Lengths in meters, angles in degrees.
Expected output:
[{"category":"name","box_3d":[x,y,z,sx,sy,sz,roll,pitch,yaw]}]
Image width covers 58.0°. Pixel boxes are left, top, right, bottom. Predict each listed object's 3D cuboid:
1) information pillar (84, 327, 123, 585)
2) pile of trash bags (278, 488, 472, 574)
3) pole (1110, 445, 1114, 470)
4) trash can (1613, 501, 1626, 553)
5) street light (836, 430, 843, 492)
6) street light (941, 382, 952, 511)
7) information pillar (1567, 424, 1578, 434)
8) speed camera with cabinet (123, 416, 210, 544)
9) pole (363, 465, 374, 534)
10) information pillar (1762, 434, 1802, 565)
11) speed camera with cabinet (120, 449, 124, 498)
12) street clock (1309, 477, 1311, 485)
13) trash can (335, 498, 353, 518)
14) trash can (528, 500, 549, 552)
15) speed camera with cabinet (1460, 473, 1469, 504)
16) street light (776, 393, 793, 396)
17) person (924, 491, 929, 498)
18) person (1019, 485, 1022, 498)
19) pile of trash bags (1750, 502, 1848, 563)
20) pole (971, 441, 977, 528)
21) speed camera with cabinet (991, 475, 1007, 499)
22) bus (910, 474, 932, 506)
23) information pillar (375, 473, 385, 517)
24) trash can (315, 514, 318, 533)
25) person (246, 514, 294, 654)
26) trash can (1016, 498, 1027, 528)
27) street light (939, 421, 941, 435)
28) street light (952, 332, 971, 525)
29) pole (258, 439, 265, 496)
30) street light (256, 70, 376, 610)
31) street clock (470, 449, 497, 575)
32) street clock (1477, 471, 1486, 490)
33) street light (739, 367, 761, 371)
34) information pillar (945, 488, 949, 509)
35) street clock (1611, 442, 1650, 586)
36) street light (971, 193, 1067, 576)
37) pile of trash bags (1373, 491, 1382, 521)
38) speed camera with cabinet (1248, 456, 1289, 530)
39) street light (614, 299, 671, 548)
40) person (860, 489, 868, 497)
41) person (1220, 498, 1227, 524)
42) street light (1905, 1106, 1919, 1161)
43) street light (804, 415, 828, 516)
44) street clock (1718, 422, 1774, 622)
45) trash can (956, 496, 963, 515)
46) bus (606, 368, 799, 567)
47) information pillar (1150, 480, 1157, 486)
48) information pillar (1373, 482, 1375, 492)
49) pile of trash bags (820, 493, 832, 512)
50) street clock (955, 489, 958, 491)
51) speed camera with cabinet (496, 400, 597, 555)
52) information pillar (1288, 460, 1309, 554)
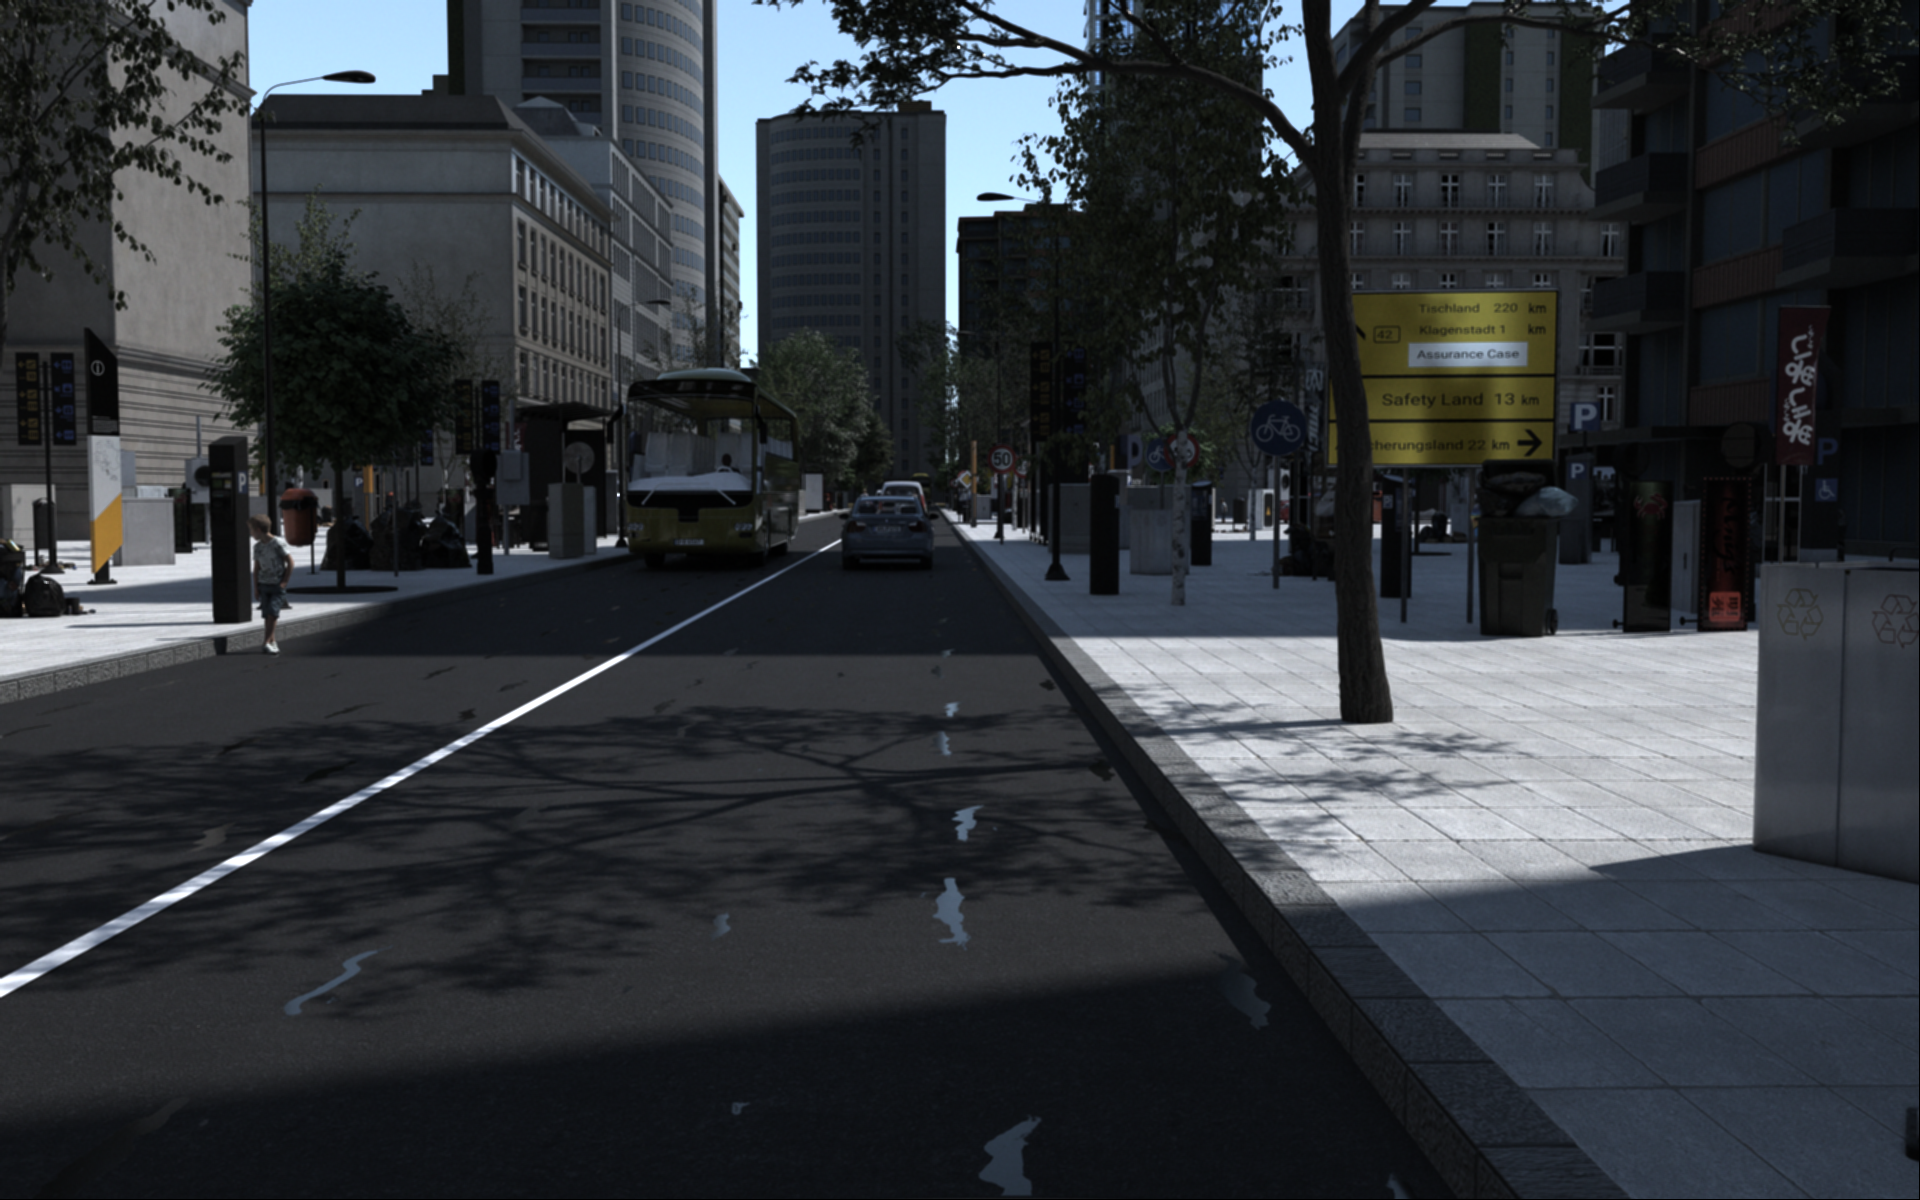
[{"category":"information pillar","box_3d":[-12.162,-2.033,24.590,0.183,3.616,0.504,2,4,24]},{"category":"pile of trash bags","box_3d":[-9.974,-1.185,29.120,1.912,1.369,3.447,2,4,26]},{"category":"pole","box_3d":[6.337,-4.780,71.997,0.158,3.312,0.155,0,3,0]},{"category":"trash can","box_3d":[14.178,-1.527,36.622,0.748,1.137,0.748,0,3,0]},{"category":"street light","box_3d":[-9.085,-9.286,124.366,1.470,5.913,1.316,0,4,-1]},{"category":"street light","box_3d":[0.047,-6.075,71.870,1.470,5.913,1.316,0,4,-1]},{"category":"information pillar","box_3d":[20.472,-4.063,57.790,0.504,3.616,0.183,0,4,1]},{"category":"speed camera with cabinet","box_3d":[-19.688,-2.999,43.377,2.038,3.252,0.660,-3,5,-41]},{"category":"pole","box_3d":[-12.987,-2.701,37.997,0.158,3.312,0.155,0,3,0]},{"category":"information pillar","box_3d":[10.063,-1.022,21.202,0.304,2.012,0.304,-1,4,-19]},{"category":"speed camera with cabinet","box_3d":[-29.718,-4.080,61.049,0.660,3.252,2.038,3,5,42]},{"category":"street clock","box_3d":[13.664,-3.801,66.708,0.471,2.002,0.358,1,4,17]},{"category":"trash can","box_3d":[-24.804,-3.552,69.732,0.748,1.137,0.748,0,3,0]},{"category":"trash can","box_3d":[-9.317,-1.652,38.668,0.748,1.137,0.748,0,3,0]},{"category":"speed camera with cabinet","box_3d":[33.518,-7.456,116.240,0.660,3.252,2.038,-2,4,-28]},{"category":"street light","box_3d":[-8.366,-6.564,79.870,1.470,5.913,1.316,0,4,-1]},{"category":"person","box_3d":[-3.769,-10.632,183.117,1.217,1.735,0.721,-2,4,-29]},{"category":"person","box_3d":[2.553,-4.089,75.167,0.447,1.846,0.655,-1,4,-14]},{"category":"pile of trash bags","box_3d":[15.358,-1.363,32.033,1.912,1.369,3.447,2,4,23]},{"category":"pole","box_3d":[0.523,-4.433,66.321,0.158,3.312,0.155,0,3,0]},{"category":"speed camera with cabinet","box_3d":[2.361,-5.610,86.063,0.660,3.252,2.038,3,5,40]},{"category":"bus","box_3d":[-4.735,-13.210,207.526,2.896,3.916,12.252,0,4,-1]},{"category":"information pillar","box_3d":[-20.466,-3.463,61.113,0.304,2.012,0.304,-1,4,-15]},{"category":"trash can","box_3d":[-20.378,-2.592,54.040,0.748,1.137,0.748,0,3,0]},{"category":"person","box_3d":[-6.209,-0.148,15.607,0.352,1.250,0.332,-3,5,-45]},{"category":"trash can","box_3d":[2.353,-3.282,65.315,0.748,1.137,0.748,0,3,0]},{"category":"street light","box_3d":[-0.181,-7.037,87.596,1.470,5.913,1.316,0,4,-1]},{"category":"street light","box_3d":[0.584,-4.718,49.674,1.470,5.913,1.316,0,4,-1]},{"category":"pole","box_3d":[-25.955,-4.315,64.396,0.158,3.312,0.155,0,3,0]},{"category":"street light","box_3d":[-7.108,-2.850,19.144,1.470,5.913,1.316,0,4,-1]},{"category":"street clock","box_3d":[-7.589,-1.410,27.628,0.358,2.002,0.471,1,4,15]},{"category":"street clock","box_3d":[15.815,-2.913,52.192,0.471,2.002,0.358,1,4,13]},{"category":"street light","box_3d":[-8.008,-5.571,63.621,1.470,5.913,1.316,0,4,-1]},{"category":"information pillar","box_3d":[-1.105,-9.053,152.500,0.304,2.012,0.304,1,4,12]},{"category":"street clock","box_3d":[9.331,-1.197,24.144,0.471,2.002,0.358,-1,4,-19]},{"category":"street light","box_3d":[0.958,-3.323,26.865,1.470,5.913,1.316,0,4,-1]},{"category":"pile of trash bags","box_3d":[12.025,-2.700,53.899,1.912,1.369,3.447,-2,4,-33]},{"category":"speed camera with cabinet","box_3d":[11.073,-4.135,61.938,0.660,3.252,2.038,3,4,39]},{"category":"street light","box_3d":[-7.587,-4.213,41.422,1.470,5.913,1.316,0,4,-1]},{"category":"person","box_3d":[-5.318,-5.430,97.957,0.731,1.740,0.598,0,4,5]},{"category":"person","box_3d":[11.717,-3.908,77.078,0.352,1.250,0.332,2,4,33]},{"category":"street light","box_3d":[1.472,-1.876,3.209,1.470,5.913,1.316,0,4,-1]},{"category":"street light","box_3d":[-8.634,-7.922,102.071,1.470,5.913,1.316,0,4,-1]},{"category":"street clock","box_3d":[7.872,-0.784,17.390,0.358,2.002,0.471,-2,4,-32]},{"category":"trash can","box_3d":[0.100,-5.904,108.186,0.748,1.137,0.748,0,3,0]},{"category":"bus","box_3d":[-5.125,-2.805,37.403,2.896,3.916,12.252,0,4,-2]},{"category":"information pillar","box_3d":[10.410,-5.426,93.204,0.304,2.012,0.304,-2,4,-25]},{"category":"information pillar","box_3d":[13.490,-4.035,57.334,0.504,3.616,0.183,0,4,0]},{"category":"pile of trash bags","box_3d":[-10.380,-7.274,128.684,1.912,1.369,3.447,1,4,13]},{"category":"street clock","box_3d":[-0.245,-8.976,151.334,0.471,2.002,0.358,3,4,37]},{"category":"speed camera with cabinet","box_3d":[-8.753,-2.588,36.653,2.038,3.252,0.660,-1,4,-13]},{"category":"information pillar","box_3d":[7.266,-1.998,37.161,0.304,2.012,0.304,-2,4,-31]}]
